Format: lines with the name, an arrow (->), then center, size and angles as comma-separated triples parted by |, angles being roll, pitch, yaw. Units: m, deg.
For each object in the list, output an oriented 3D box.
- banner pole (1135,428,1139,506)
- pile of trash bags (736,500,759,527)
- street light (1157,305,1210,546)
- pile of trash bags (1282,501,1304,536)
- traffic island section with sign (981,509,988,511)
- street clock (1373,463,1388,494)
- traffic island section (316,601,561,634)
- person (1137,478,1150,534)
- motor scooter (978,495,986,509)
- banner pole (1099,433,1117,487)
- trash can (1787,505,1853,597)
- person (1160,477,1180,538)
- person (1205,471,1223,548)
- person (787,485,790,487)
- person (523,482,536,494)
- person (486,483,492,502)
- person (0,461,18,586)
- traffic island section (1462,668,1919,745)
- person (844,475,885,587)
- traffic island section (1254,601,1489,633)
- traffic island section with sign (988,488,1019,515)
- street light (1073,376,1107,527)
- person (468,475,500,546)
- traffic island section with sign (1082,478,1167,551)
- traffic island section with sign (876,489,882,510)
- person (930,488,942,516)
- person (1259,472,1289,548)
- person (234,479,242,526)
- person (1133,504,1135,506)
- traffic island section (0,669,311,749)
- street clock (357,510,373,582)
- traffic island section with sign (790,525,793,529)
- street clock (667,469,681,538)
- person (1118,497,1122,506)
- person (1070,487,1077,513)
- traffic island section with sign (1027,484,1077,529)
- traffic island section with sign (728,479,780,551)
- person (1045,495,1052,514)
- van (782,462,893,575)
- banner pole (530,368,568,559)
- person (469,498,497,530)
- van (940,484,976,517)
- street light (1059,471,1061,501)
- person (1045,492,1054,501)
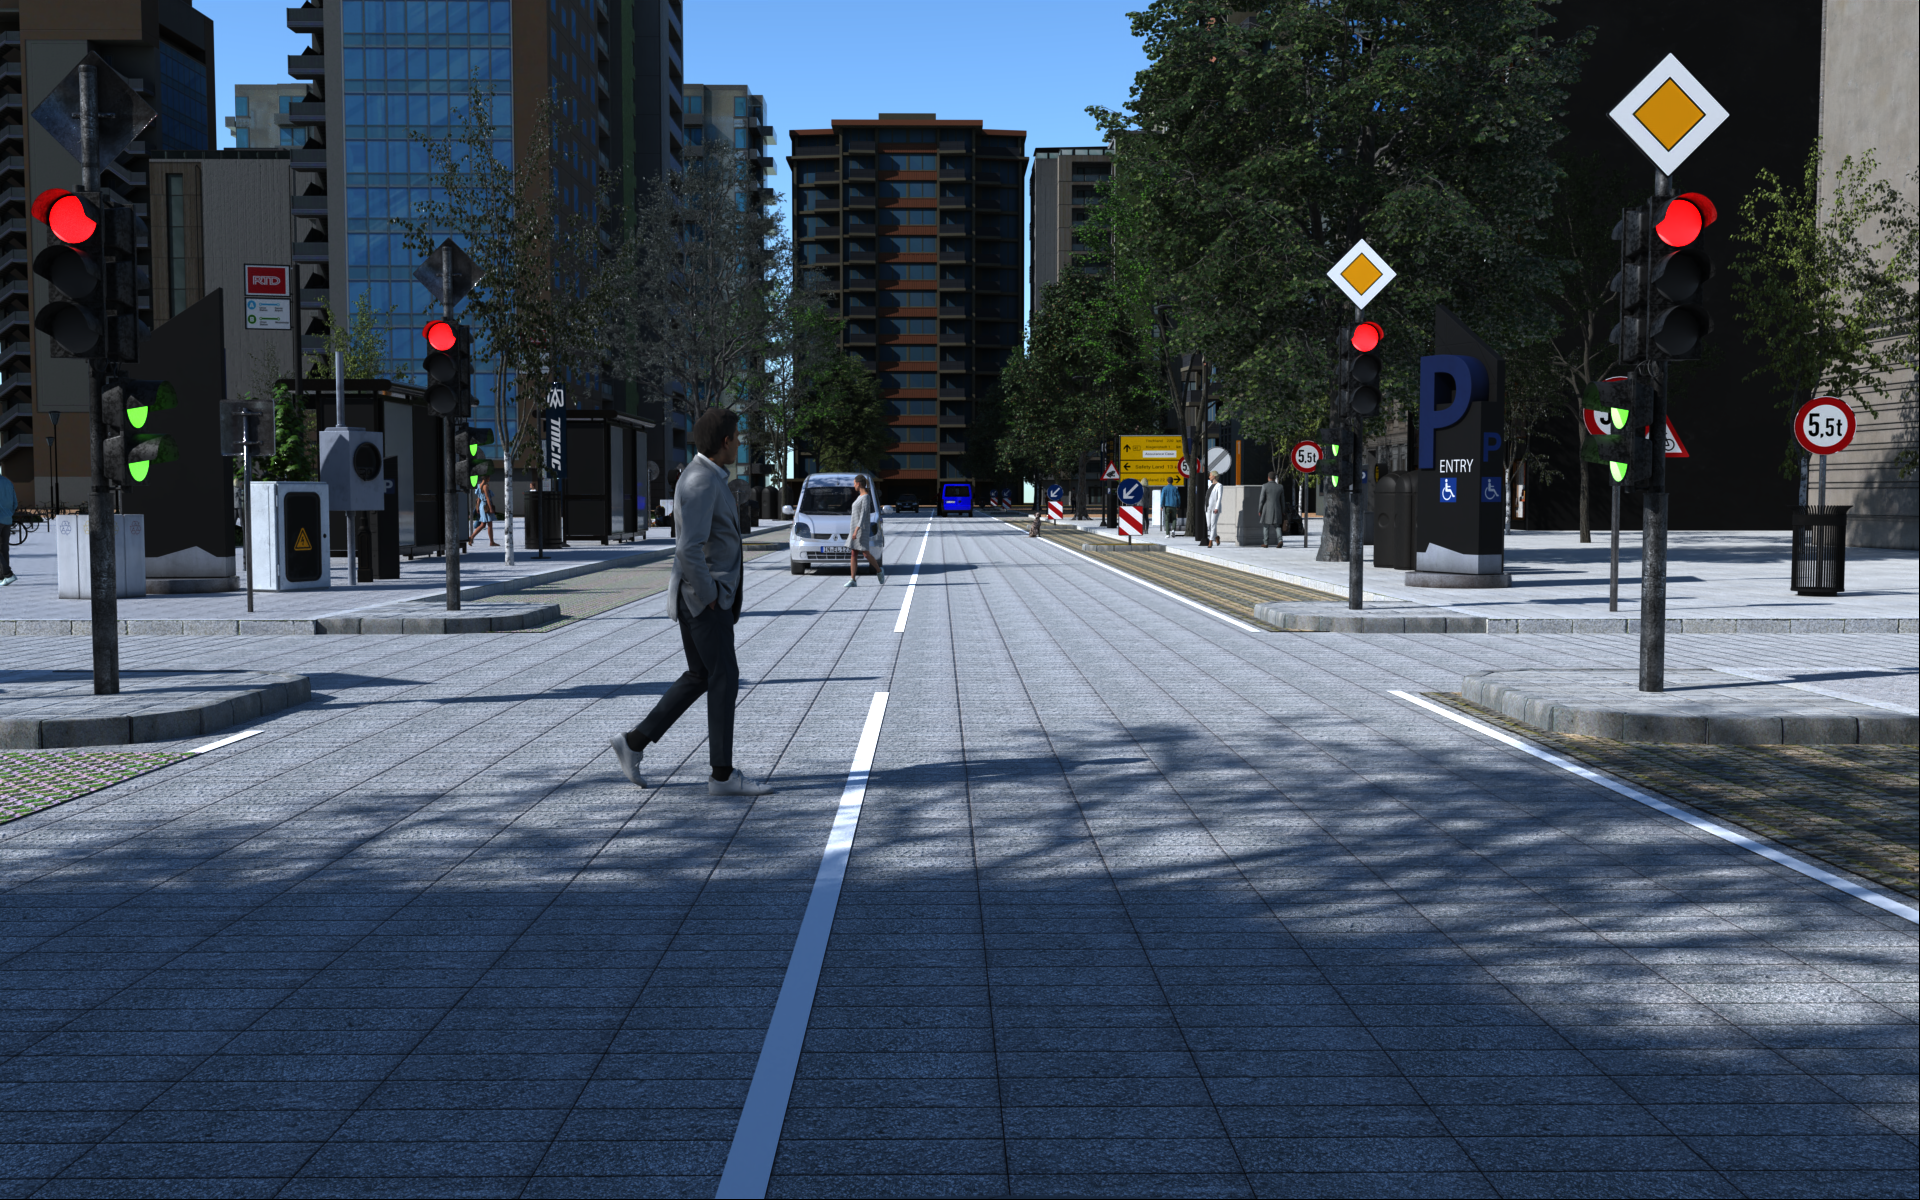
banner pole -> 6.829, -4.610, 65.395 | 0.401, 3.779, 0.863 | -3, 5, -39
pile of trash bags -> -8.752, -3.521, 67.318 | 1.912, 1.369, 3.447 | -1, 4, -8
street light -> 5.529, -4.289, 42.671 | 1.470, 5.913, 1.316 | 0, 4, -1
pile of trash bags -> 9.255, -2.680, 53.564 | 1.912, 1.369, 3.447 | 3, 4, 36
traffic island section with sign -> 2.791, -8.567, 148.694 | 1.989, 1.847, 2.006 | 0, 4, -1
street clock -> 9.913, -2.217, 40.816 | 0.358, 2.002, 0.471 | 0, 4, 0
traffic island section -> -5.617, 0.192, 19.146 | 2.009, 0.180, 2.903 | 0, 4, -1
person -> 5.829, -3.016, 55.542 | 0.537, 1.800, 0.526 | -1, 4, -17
motor scooter -> 2.086, -9.188, 162.996 | 0.815, 1.314, 1.986 | 0, 4, 0
banner pole -> 6.138, -4.950, 70.951 | 0.863, 3.779, 0.401 | 0, 4, -6
trash can -> 10.825, -0.623, 21.837 | 0.748, 1.137, 0.748 | 0, 3, 0
person -> 6.145, -2.704, 50.598 | 0.601, 1.785, 0.444 | 0, 4, 2
person -> 6.113, -2.176, 41.506 | 0.514, 1.842, 0.818 | 3, 4, 37
person -> -9.238, -5.310, 93.105 | 0.529, 1.795, 0.600 | 0, 4, -5
person -> -17.470, -3.906, 70.482 | 0.480, 1.755, 0.524 | 3, 4, 37
person -> -21.412, -4.410, 78.373 | 0.478, 1.798, 0.641 | 0, 4, 5
person -> -13.483, -1.116, 24.315 | 0.620, 1.820, 0.660 | 0, 4, 6
traffic island section -> 4.525, 0.673, 11.284 | 2.009, 0.180, 2.903 | 0, 4, -1
person -> -1.509, -1.077, 26.860 | 0.466, 1.731, 0.760 | 3, 5, 40
traffic island section -> 4.424, 0.184, 19.268 | 2.009, 0.180, 2.903 | 0, 4, -1
traffic island section with sign -> 3.134, -6.900, 121.442 | 1.989, 1.847, 2.006 | 0, 4, -1
street light -> 5.135, -5.858, 68.316 | 1.470, 5.913, 1.316 | 0, 4, -1
person -> -11.609, -2.211, 42.288 | 0.778, 1.811, 0.616 | -2, 4, -32
traffic island section with sign -> 4.126, -2.155, 43.865 | 1.989, 1.847, 2.006 | 0, 4, -1
traffic island section with sign -> -6.928, -8.537, 148.206 | 1.989, 1.847, 2.006 | 0, 4, -1
person -> -1.308, -6.374, 112.674 | 1.348, 1.831, 0.705 | -2, 4, -27
person -> 7.428, -2.142, 41.174 | 0.694, 1.812, 0.767 | -1, 4, -11
person -> -22.804, -2.973, 54.841 | 0.526, 1.800, 0.537 | -3, 4, -37
person -> 11.103, -6.281, 109.660 | 0.530, 1.710, 0.541 | 0, 3, 0
traffic island section -> -5.515, 0.680, 11.162 | 2.009, 0.180, 2.903 | 0, 4, -1
street clock -> -8.658, -1.259, 25.158 | 0.471, 2.002, 0.358 | 0, 4, -8
traffic island section with sign -> -5.945, -3.838, 71.381 | 1.989, 1.847, 2.006 | 0, 4, -1
street clock -> -8.396, -2.837, 50.962 | 0.358, 2.002, 0.471 | 1, 4, 17
person -> 11.149, -6.978, 120.849 | 0.721, 1.743, 1.217 | -3, 5, -44
person -> 7.536, -6.701, 116.132 | 0.617, 1.759, 0.750 | -2, 4, -31
traffic island section with sign -> 3.763, -3.835, 71.334 | 1.989, 1.847, 2.006 | 0, 4, -1
traffic island section with sign -> -5.613, -2.168, 44.071 | 1.989, 1.847, 2.006 | 0, 4, -1
person -> 5.637, -6.195, 110.592 | 0.557, 1.426, 1.065 | 2, 4, 28
van -> -2.255, -1.538, 32.156 | 2.013, 2.044, 4.112 | 0, 4, -3
banner pole -> -8.121, -2.706, 34.260 | 0.863, 3.779, 0.401 | 1, 4, 20
person -> -17.003, -3.069, 61.720 | 1.012, 1.151, 0.738 | 0, 4, -4
van -> -0.139, -6.318, 107.682 | 2.240, 2.365, 5.245 | 0, 4, 1
street light -> 4.885, -7.434, 94.086 | 1.470, 5.913, 1.316 | 0, 4, -1
person -> 6.019, -6.558, 116.452 | 0.799, 1.438, 0.628 | 0, 4, 1
